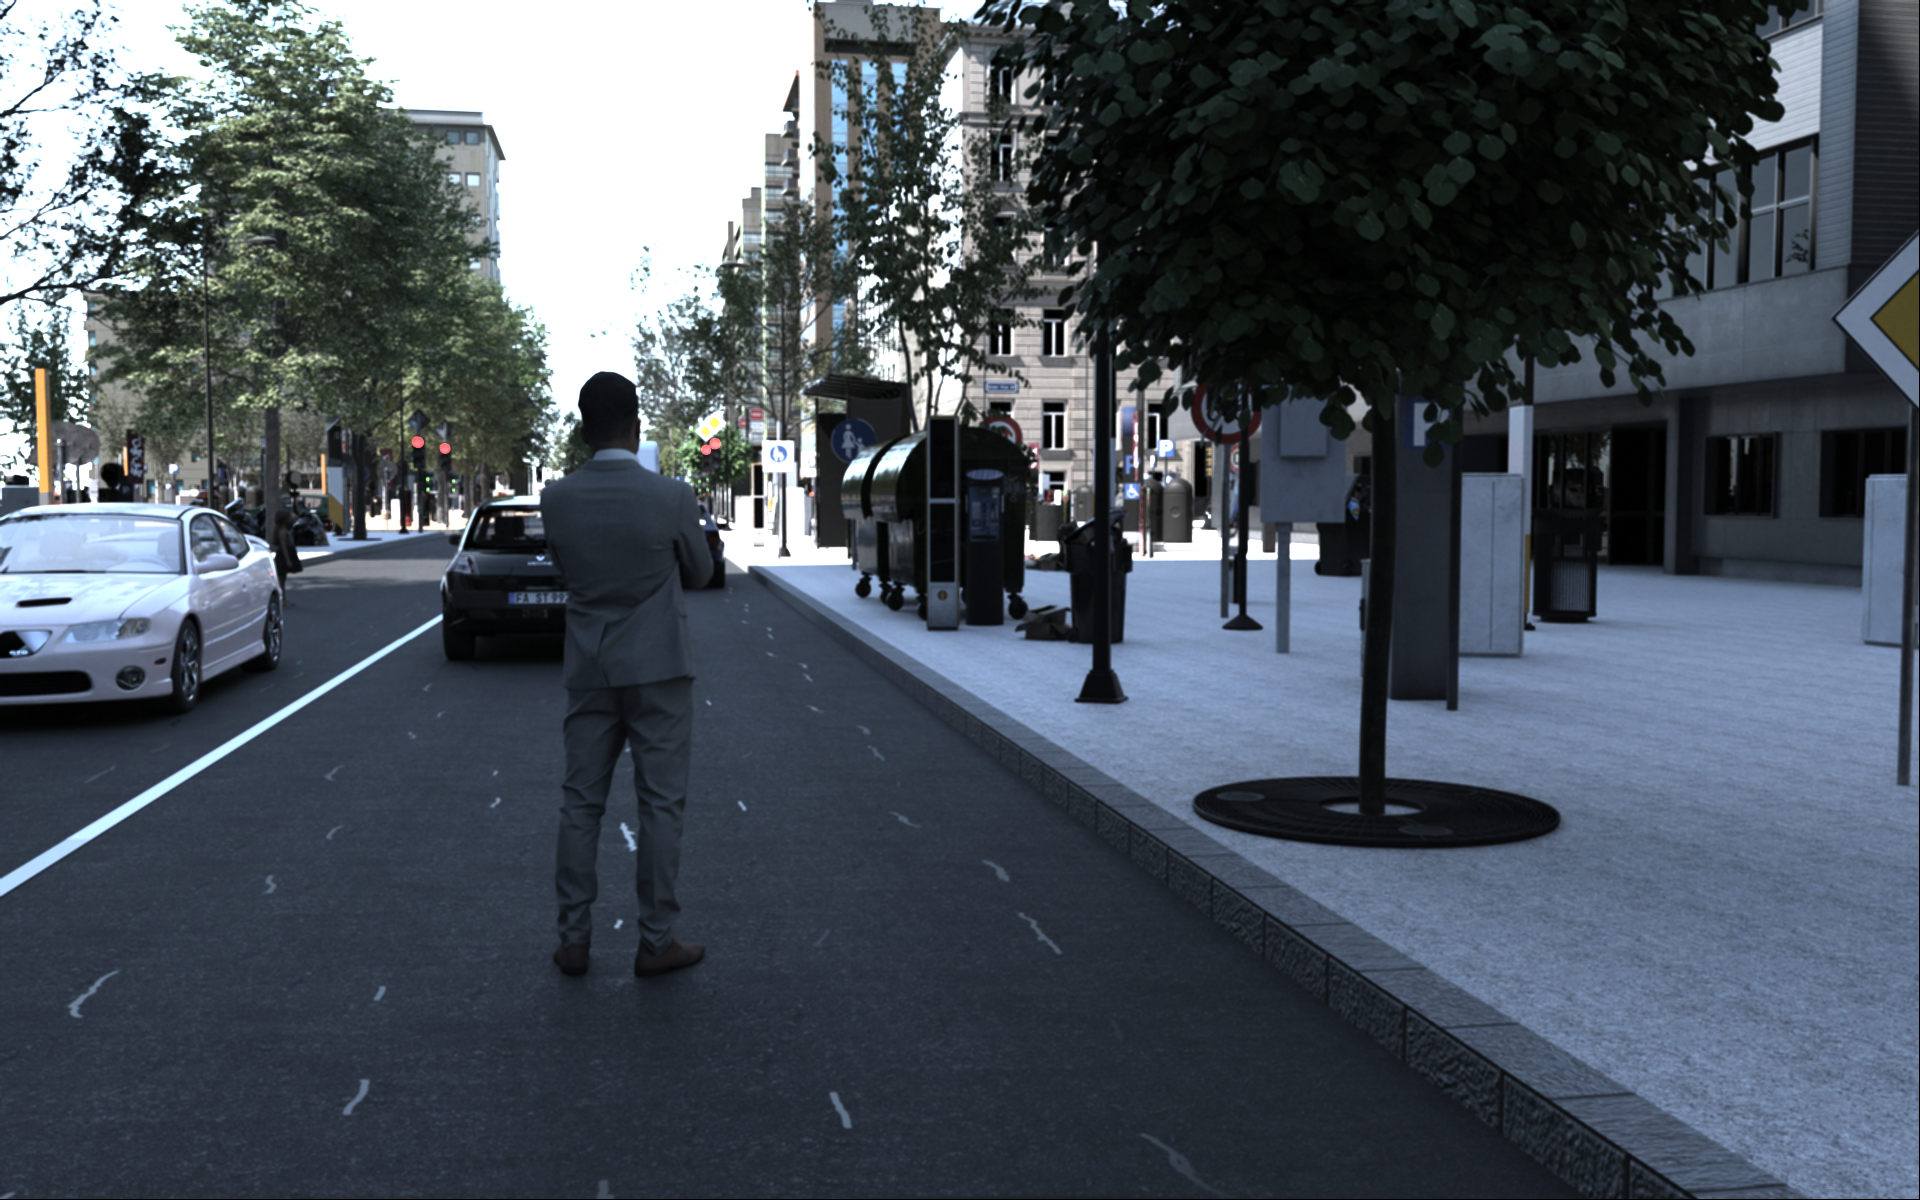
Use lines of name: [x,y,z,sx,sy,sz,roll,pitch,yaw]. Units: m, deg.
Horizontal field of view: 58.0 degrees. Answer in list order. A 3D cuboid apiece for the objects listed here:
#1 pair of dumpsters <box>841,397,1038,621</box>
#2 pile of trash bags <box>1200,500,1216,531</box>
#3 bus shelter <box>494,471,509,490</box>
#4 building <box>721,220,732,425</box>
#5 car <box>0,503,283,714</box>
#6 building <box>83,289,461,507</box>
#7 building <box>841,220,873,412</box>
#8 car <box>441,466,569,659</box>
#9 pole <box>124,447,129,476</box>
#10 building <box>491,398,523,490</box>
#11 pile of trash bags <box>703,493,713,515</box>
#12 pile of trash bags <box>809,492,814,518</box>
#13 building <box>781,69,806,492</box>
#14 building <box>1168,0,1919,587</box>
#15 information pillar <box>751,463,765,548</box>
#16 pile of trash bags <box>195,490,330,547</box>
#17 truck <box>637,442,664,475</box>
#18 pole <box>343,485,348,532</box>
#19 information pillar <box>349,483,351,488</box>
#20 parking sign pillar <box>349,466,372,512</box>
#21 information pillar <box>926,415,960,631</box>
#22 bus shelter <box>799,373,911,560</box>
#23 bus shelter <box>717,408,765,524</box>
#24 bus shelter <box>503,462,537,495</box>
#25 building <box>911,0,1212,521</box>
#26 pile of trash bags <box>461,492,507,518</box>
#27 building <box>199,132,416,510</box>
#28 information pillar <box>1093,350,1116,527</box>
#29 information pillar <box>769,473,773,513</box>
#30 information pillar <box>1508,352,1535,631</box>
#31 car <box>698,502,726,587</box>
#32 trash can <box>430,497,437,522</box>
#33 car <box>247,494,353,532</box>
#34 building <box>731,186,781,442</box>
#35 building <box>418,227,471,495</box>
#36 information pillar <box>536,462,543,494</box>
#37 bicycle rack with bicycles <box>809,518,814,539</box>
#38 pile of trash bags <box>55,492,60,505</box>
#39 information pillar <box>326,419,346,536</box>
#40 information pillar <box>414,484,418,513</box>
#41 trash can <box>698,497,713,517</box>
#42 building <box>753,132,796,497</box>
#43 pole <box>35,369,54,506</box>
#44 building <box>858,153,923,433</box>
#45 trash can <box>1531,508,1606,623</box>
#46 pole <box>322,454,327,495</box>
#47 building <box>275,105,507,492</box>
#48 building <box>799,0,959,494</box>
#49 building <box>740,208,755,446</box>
pair of dumpsters: [-0.301,-1.042,19.523,1.574,2.255,4.437,-1,4,-11]
pile of trash bags: [9.314,-3.113,60.654,1.912,1.369,3.447,1,4,16]
bus shelter: [-33.803,-8.281,129.317,2.014,3.302,5.546,-1,4,-10]
building: [-28.645,-40.776,290.394,21.300,48.544,21.600,-1,4,-10]
car: [-6.231,-0.016,12.619,2.083,1.381,4.827,-1,4,-11]
building: [-62.778,-19.426,162.656,27.650,21.520,28.899,-1,4,-10]
building: [-1.349,-18.822,126.827,14.460,24.649,34.723,-1,4,-10]
car: [-3.894,-0.413,16.532,2.009,1.686,4.222,-1,4,-10]
pole: [-36.334,-4.999,75.582,0.158,3.312,0.155,0,3,0]
building: [-82.862,-25.925,268.910,27.650,21.520,28.899,-1,4,-10]
pile of trash bags: [-16.374,-6.755,120.197,1.912,1.369,3.447,1,4,20]
pile of trash bags: [-8.388,-5.237,95.384,1.912,1.369,3.447,0,4,7]
building: [-6.900,-32.107,179.578,22.147,44.769,28.867,-1,4,-10]
building: [15.405,-13.274,36.098,14.314,24.678,30.058,-1,4,-10]
information pillar: [-4.858,-2.273,41.658,0.304,2.012,0.304,-1,4,-14]
pile of trash bags: [-17.018,-1.959,41.784,1.912,1.369,3.447,1,4,22]
truck: [-15.444,-5.696,82.886,2.967,4.110,18.799,-1,4,-11]
pole: [-20.410,-3.890,57.451,0.158,3.312,0.155,0,3,0]
information pillar: [-38.857,-6.453,109.992,0.304,2.012,0.304,1,4,19]
parking sign pillar: [-41.894,-8.128,121.372,1.447,3.967,1.447,2,4,33]
information pillar: [-0.157,-0.723,16.311,0.304,2.012,0.304,0,4,3]
bus shelter: [-2.274,-2.795,36.974,1.731,3.624,6.357,-1,4,-10]
bus shelter: [-9.793,-6.190,78.831,2.179,5.291,8.768,-1,4,-10]
bus shelter: [-29.517,-8.415,115.221,2.179,5.291,8.768,-1,4,-10]
building: [10.913,-17.722,87.022,25.104,27.353,12.463,-1,4,-10]
pile of trash bags: [-25.668,-5.171,94.299,3.447,1.369,1.912,3,5,43]
building: [-53.152,-22.660,142.193,14.160,30.474,14.107,-1,4,-10]
information pillar: [2.155,-2.103,25.743,0.183,3.616,0.504,-2,4,-30]
information pillar: [-12.630,-7.610,115.770,0.183,3.616,0.504,1,4,17]
information pillar: [5.315,-1.532,16.408,0.183,3.616,0.504,0,4,1]
car: [-4.701,-0.929,27.768,1.945,1.354,3.894,-1,4,-11]
trash can: [-23.953,-4.142,79.378,0.748,1.137,0.748,0,3,0]
car: [-23.616,-3.132,60.997,4.222,1.686,2.009,-1,4,-10]
building: [-23.673,-39.474,269.107,21.300,48.544,21.600,-1,4,-10]
building: [-60.237,-25.258,184.671,14.160,30.474,14.107,-1,4,-10]
information pillar: [-30.436,-8.204,125.495,0.504,3.616,0.183,-1,4,-18]
bicycle rack with bicycles: [-3.230,-2.195,49.271,2.852,0.926,2.925,2,4,34]
pile of trash bags: [-39.976,-4.051,75.994,1.912,1.369,3.447,-3,4,-38]
information pillar: [-19.075,-3.764,52.892,0.183,3.616,0.504,2,4,35]
information pillar: [-37.760,-7.098,120.542,0.304,2.012,0.304,-3,4,-38]
trash can: [-12.333,-4.424,83.979,0.748,1.137,0.748,0,3,0]
building: [-15.830,-31.575,199.844,14.154,41.232,14.086,-1,4,-10]
pole: [-14.949,-2.108,28.316,0.158,3.312,0.155,0,3,0]
building: [0.278,-15.066,101.084,10.420,20.320,16.860,-1,4,-10]
trash can: [6.079,-0.351,17.395,0.748,1.137,0.748,0,3,0]
pole: [-32.635,-5.816,88.935,0.158,3.312,0.155,0,3,0]
building: [-78.005,-39.793,239.853,28.713,52.752,27.495,-1,4,-10]
building: [-6.958,-31.016,157.214,14.600,45.320,14.200,-1,4,-10]
building: [-24.653,-34.682,250.644,14.154,41.232,14.086,-1,4,-10]
